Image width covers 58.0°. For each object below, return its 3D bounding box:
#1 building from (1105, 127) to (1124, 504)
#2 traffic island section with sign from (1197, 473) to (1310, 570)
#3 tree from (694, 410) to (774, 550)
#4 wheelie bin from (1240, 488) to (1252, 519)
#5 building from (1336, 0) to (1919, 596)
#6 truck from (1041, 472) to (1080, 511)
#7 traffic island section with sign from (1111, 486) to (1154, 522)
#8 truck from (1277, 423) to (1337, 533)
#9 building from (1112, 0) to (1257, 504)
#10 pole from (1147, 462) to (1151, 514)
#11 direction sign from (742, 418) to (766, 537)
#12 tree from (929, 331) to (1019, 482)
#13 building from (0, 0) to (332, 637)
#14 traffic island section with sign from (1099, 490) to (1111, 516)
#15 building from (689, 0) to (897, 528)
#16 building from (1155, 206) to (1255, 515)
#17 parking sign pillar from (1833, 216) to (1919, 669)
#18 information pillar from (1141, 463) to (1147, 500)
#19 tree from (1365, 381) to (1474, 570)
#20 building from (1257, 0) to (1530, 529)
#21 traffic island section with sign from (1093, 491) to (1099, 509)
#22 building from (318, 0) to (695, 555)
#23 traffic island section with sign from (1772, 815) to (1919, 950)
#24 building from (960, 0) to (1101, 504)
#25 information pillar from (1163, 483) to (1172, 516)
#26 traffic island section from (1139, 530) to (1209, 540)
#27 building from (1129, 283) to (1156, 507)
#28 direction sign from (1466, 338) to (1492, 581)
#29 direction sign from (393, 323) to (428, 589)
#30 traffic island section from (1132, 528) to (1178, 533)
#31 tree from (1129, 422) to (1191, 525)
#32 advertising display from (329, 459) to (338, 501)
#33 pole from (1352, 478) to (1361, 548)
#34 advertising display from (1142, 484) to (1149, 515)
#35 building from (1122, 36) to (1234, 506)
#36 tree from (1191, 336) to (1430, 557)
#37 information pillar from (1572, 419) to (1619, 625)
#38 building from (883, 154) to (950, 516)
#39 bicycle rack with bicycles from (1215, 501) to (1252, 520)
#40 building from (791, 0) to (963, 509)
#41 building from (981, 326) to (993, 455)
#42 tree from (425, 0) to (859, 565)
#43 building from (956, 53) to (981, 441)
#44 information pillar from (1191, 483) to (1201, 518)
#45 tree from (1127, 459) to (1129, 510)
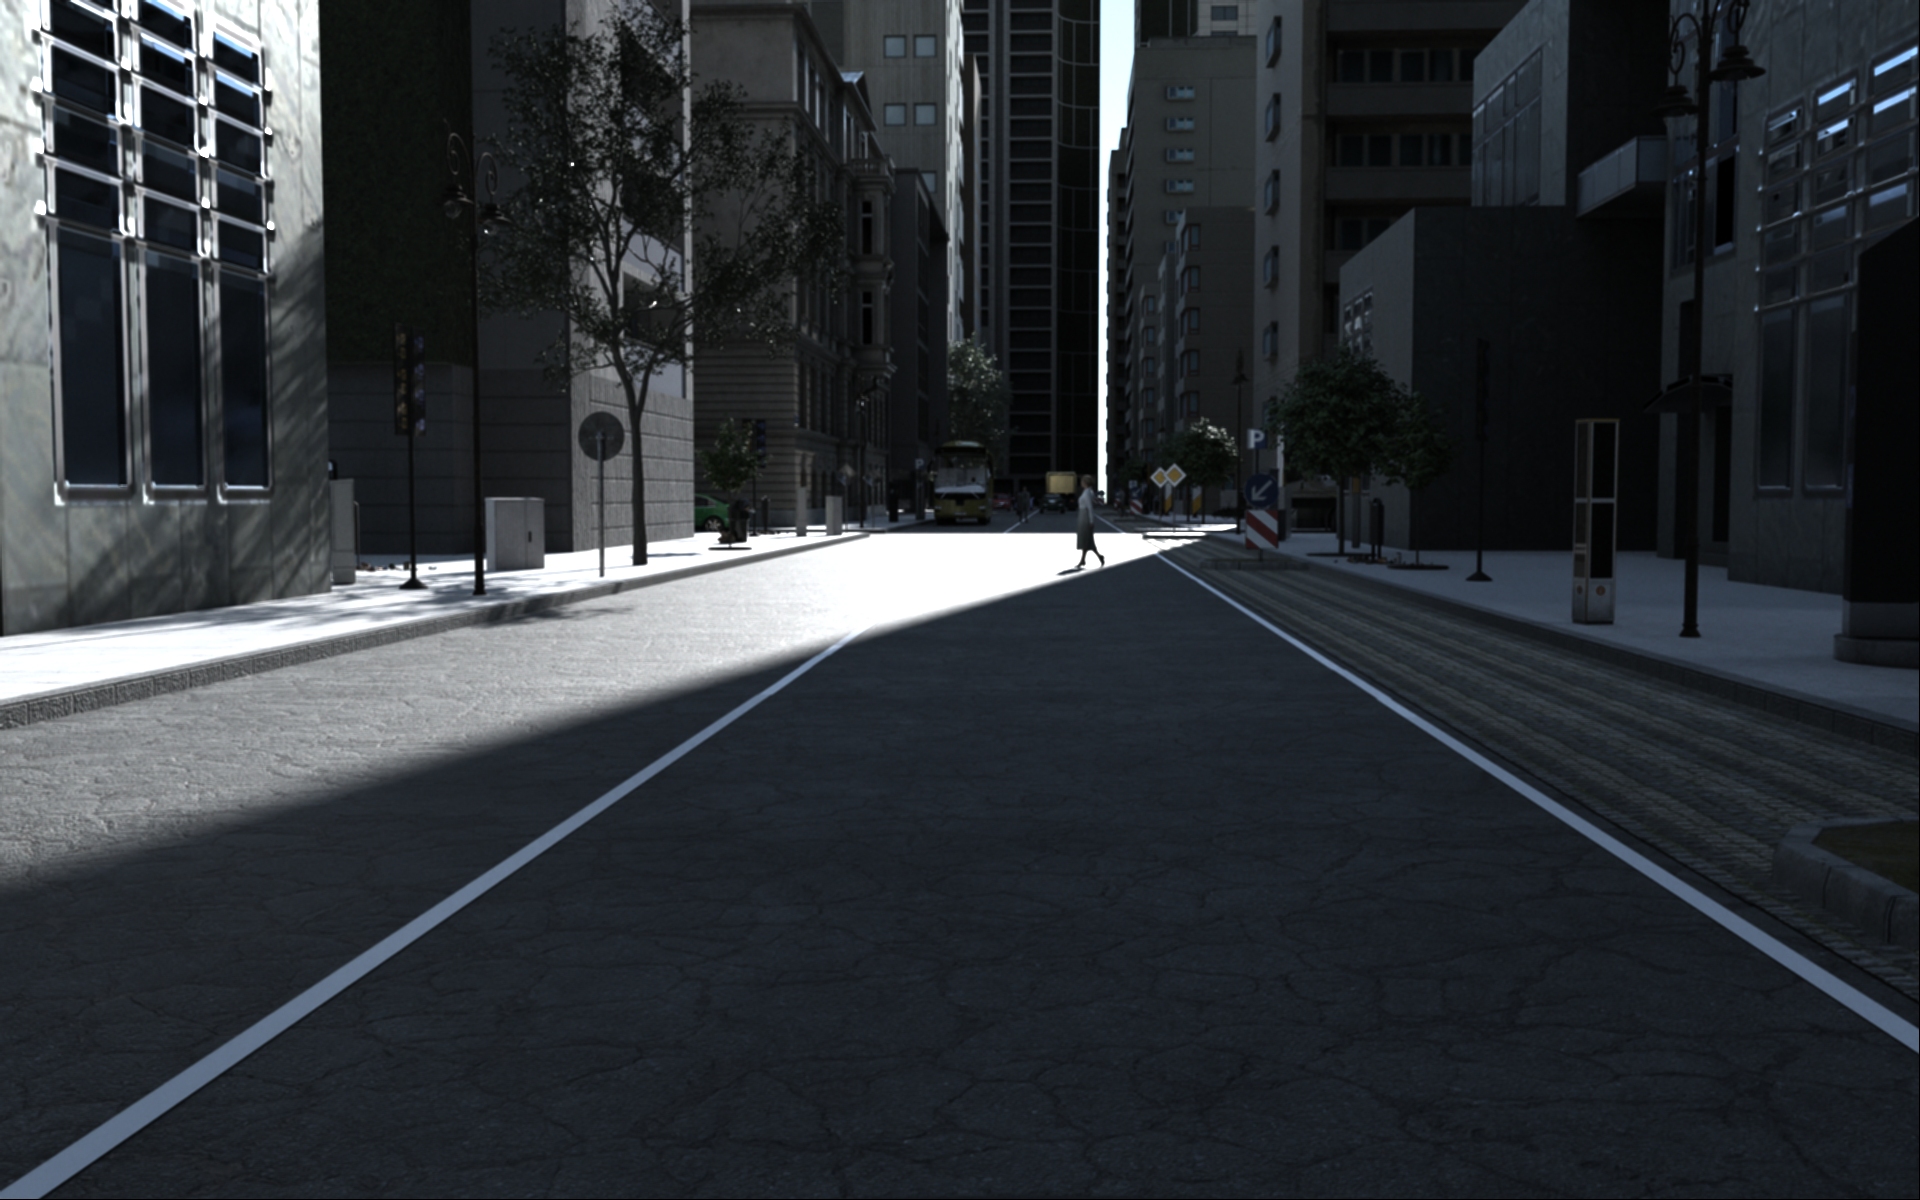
[{"bbox_3d":[30.299,-37.168,231.390,21.600,48.544,21.300,0,4,3],"label":"building"},{"bbox_3d":[5.592,-1.506,33.252,1.989,1.847,2.006,0,4,3],"label":"traffic island section with sign"},{"bbox_3d":[-5.397,-2.772,39.929,1.663,3.219,1.824,0,3,0],"label":"tree"},{"bbox_3d":[14.778,-5.003,89.714,0.693,1.594,0.980,-3,5,-44],"label":"wheelie bin"},{"bbox_3d":[21.025,-43.933,30.973,22.319,86.520,31.000,0,4,3],"label":"building"},{"bbox_3d":[8.755,-9.432,150.136,3.469,3.379,9.791,0,4,3],"label":"truck"},{"bbox_3d":[8.838,-4.869,88.237,1.989,1.847,2.006,0,4,3],"label":"traffic island section with sign"},{"bbox_3d":[16.674,-4.322,59.576,11.283,4.237,2.839,0,4,5],"label":"truck"},{"bbox_3d":[28.494,-46.664,201.206,20.563,71.187,20.611,0,4,3],"label":"building"},{"bbox_3d":[12.192,-7.212,111.757,0.158,3.312,0.155,0,3,0],"label":"pole"},{"bbox_3d":[-6.197,-3.680,52.159,0.379,3.537,0.876,3,5,43],"label":"direction sign"},{"bbox_3d":[-0.295,-13.965,134.990,9.857,13.997,8.962,0,3,0],"label":"tree"},{"bbox_3d":[-18.230,-42.343,4.976,22.319,86.520,31.000,0,4,3],"label":"building"},{"bbox_3d":[10.459,-6.535,115.469,1.989,1.847,2.006,0,4,3],"label":"traffic island section with sign"},{"bbox_3d":[-10.392,-16.116,82.582,14.460,24.649,34.723,0,4,3],"label":"building"},{"bbox_3d":[28.187,-16.698,118.055,27.650,21.520,28.899,0,4,3],"label":"building"},{"bbox_3d":[7.471,-1.506,13.102,1.447,3.967,1.447,1,4,20],"label":"parking sign pillar"},{"bbox_3d":[13.818,-8.457,129.624,0.504,3.616,0.183,-1,4,-19],"label":"information pillar"},{"bbox_3d":[7.750,-2.150,29.760,1.663,3.219,1.824,0,3,0],"label":"tree"},{"bbox_3d":[23.493,-27.434,72.240,21.600,48.544,21.300,0,4,3],"label":"building"},{"bbox_3d":[13.418,-9.604,165.654,1.989,1.847,2.006,0,4,3],"label":"traffic island section with sign"},{"bbox_3d":[-22.041,-30.792,45.451,28.212,58.520,21.231,0,4,3],"label":"building"},{"bbox_3d":[3.954,0.171,5.835,1.989,1.847,2.006,0,4,3],"label":"traffic island section with sign"},{"bbox_3d":[8.410,-48.537,231.829,20.611,71.187,20.563,0,4,3],"label":"building"},{"bbox_3d":[12.136,-6.702,100.932,0.504,3.616,0.183,-3,5,-39],"label":"information pillar"},{"bbox_3d":[6.907,-2.045,55.710,2.009,0.180,2.903,0,4,3],"label":"traffic island section"},{"bbox_3d":[29.706,-19.011,155.865,27.650,21.520,28.899,0,4,3],"label":"building"},{"bbox_3d":[7.684,-2.051,25.532,0.379,3.537,0.876,2,4,27],"label":"direction sign"},{"bbox_3d":[-7.421,-1.922,23.420,0.379,3.537,0.876,0,4,7],"label":"direction sign"},{"bbox_3d":[7.379,-2.532,63.681,2.009,0.180,2.903,0,4,3],"label":"traffic island section"},{"bbox_3d":[10.218,-5.405,72.089,4.285,4.588,4.351,0,3,0],"label":"tree"},{"bbox_3d":[-12.107,-1.662,32.393,0.974,1.923,0.123,1,4,10],"label":"advertising display"},{"bbox_3d":[9.398,-2.885,41.010,0.158,3.312,0.155,0,3,0],"label":"pole"},{"bbox_3d":[11.438,-6.212,106.772,0.123,1.923,0.974,-1,4,-14],"label":"advertising display"},{"bbox_3d":[28.350,-34.074,180.803,21.300,48.544,21.600,0,4,3],"label":"building"},{"bbox_3d":[7.911,-3.203,36.081,4.285,4.588,4.351,0,3,0],"label":"tree"},{"bbox_3d":[6.258,-0.769,17.069,0.304,2.012,0.304,0,4,-7],"label":"information pillar"},{"bbox_3d":[-8.713,-18.110,115.160,14.314,24.678,30.058,0,4,3],"label":"building"},{"bbox_3d":[14.272,-4.505,87.045,2.925,0.926,2.852,-2,4,-25],"label":"bicycle rack with bicycles"},{"bbox_3d":[-13.695,-34.511,153.498,28.713,52.752,27.495,0,4,3],"label":"building"},{"bbox_3d":[-11.130,-21.815,201.711,28.899,21.520,27.650,0,4,3],"label":"building"},{"bbox_3d":[-5.683,-5.926,31.300,8.767,10.594,7.601,1,4,12],"label":"tree"},{"bbox_3d":[-5.108,-32.046,174.063,14.600,45.320,14.200,0,4,3],"label":"building"},{"bbox_3d":[12.770,-6.245,93.463,0.504,3.616,0.183,-1,4,-17],"label":"information pillar"},{"bbox_3d":[10.342,-5.825,78.950,4.285,4.588,4.351,0,3,0],"label":"tree"}]
